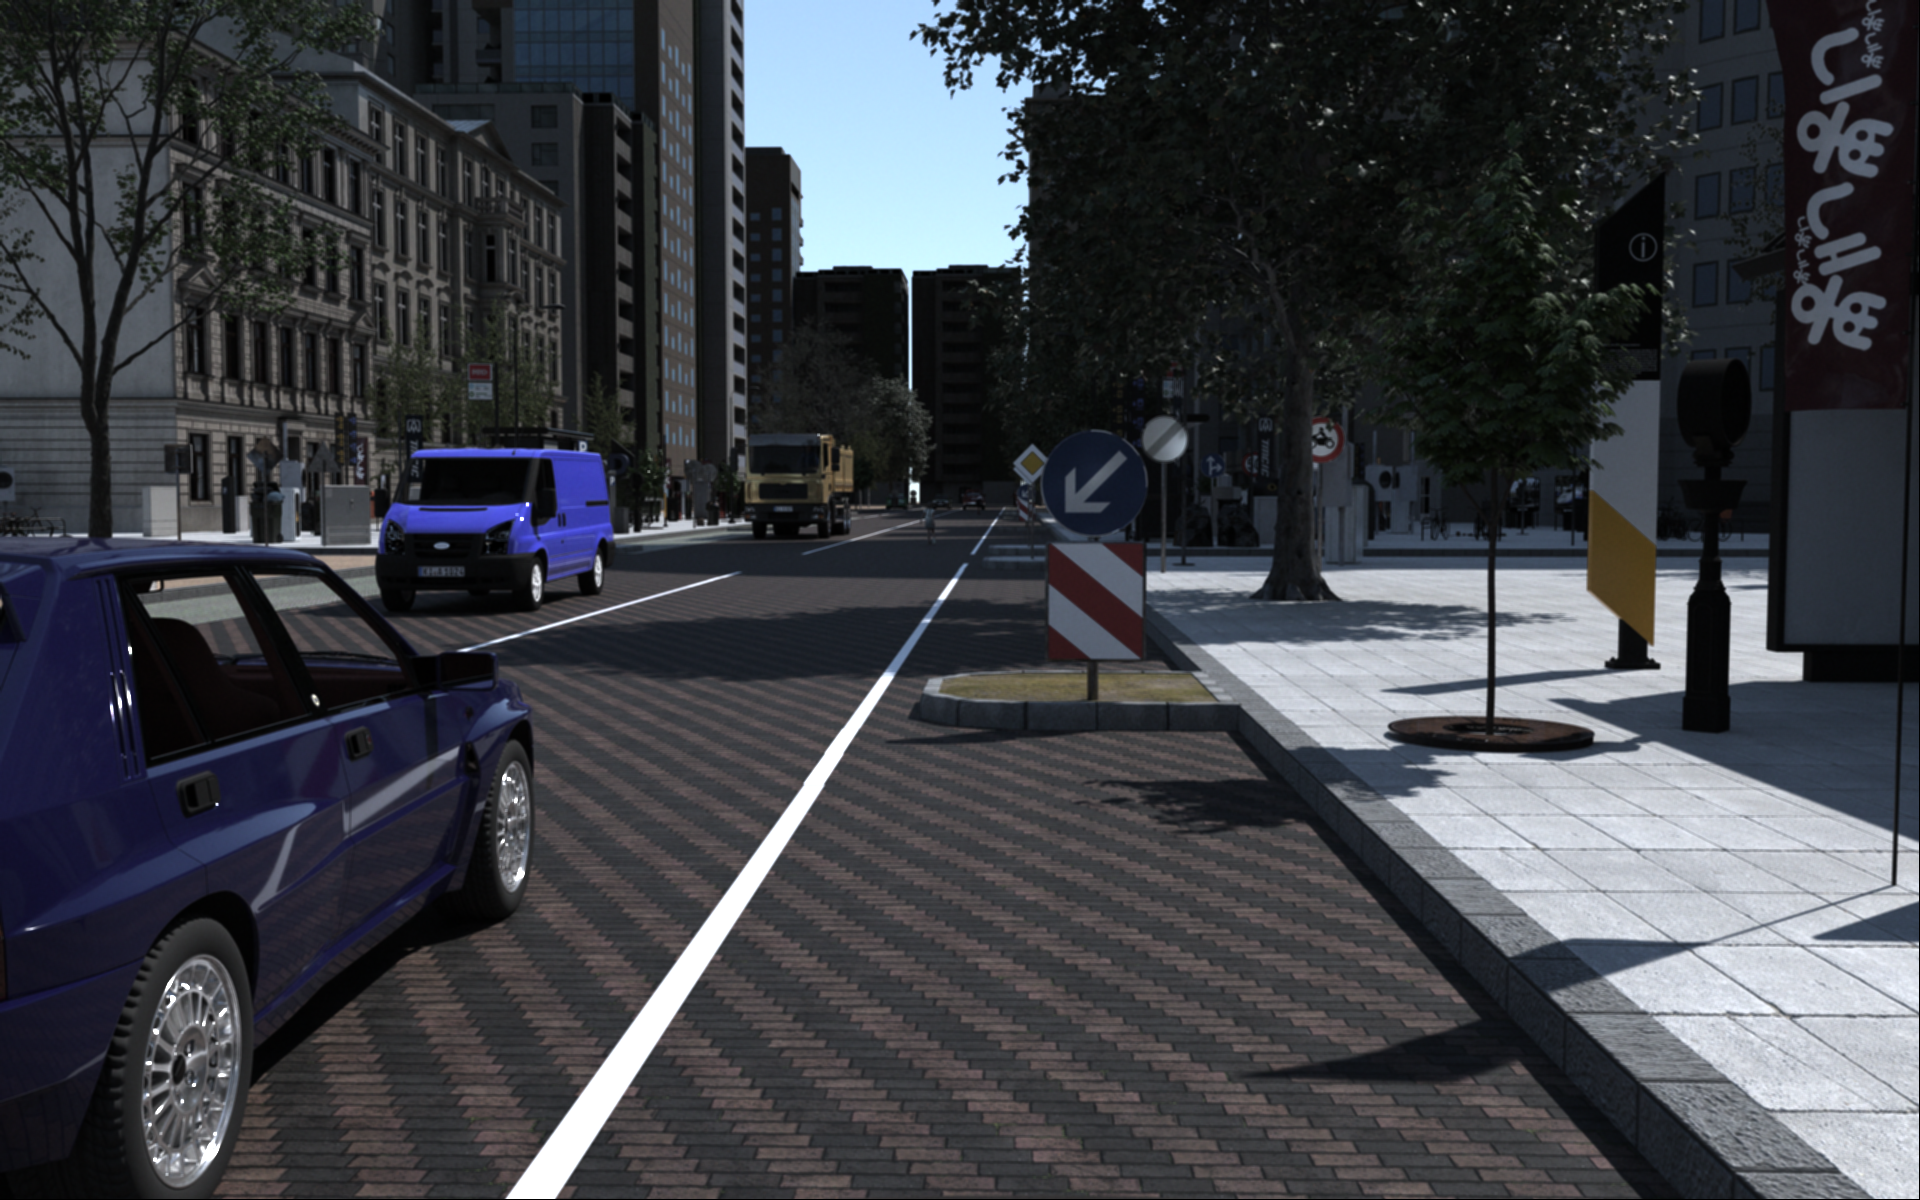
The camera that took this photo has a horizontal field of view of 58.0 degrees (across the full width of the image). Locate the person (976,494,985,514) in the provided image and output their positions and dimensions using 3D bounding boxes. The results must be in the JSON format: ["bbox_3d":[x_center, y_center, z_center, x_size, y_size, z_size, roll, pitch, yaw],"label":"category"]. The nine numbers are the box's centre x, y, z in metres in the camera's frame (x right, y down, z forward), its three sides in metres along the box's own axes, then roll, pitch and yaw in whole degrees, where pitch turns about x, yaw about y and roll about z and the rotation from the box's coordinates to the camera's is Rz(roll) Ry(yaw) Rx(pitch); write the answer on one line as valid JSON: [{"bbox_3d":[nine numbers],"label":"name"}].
[{"bbox_3d":[1.426,-6.732,121.751,0.628,1.438,0.799,0,4,1],"label":"person"}]

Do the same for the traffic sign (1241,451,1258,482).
[{"bbox_3d":[8.781,-3.158,51.736,0.768,2.556,0.104,0,4,7],"label":"traffic sign"}]

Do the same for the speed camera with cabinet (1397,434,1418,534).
[{"bbox_3d":[14.215,-3.758,55.786,0.660,3.252,2.038,0,4,2],"label":"speed camera with cabinet"}]

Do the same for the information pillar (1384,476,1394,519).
[{"bbox_3d":[17.348,-4.010,70.051,0.304,2.012,0.304,-3,5,-43],"label":"information pillar"}]

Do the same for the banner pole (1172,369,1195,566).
[{"bbox_3d":[3.920,-2.498,30.854,0.401,3.779,0.863,2,4,27],"label":"banner pole"}]

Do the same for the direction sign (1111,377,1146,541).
[{"bbox_3d":[3.149,-2.479,32.521,0.379,3.537,0.876,-3,5,-40],"label":"direction sign"}]

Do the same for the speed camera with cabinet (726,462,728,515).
[{"bbox_3d":[-13.775,-6.953,108.015,2.038,3.252,0.660,1,4,18],"label":"speed camera with cabinet"}]

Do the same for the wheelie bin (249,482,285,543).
[{"bbox_3d":[-18.033,-2.272,45.063,0.980,1.594,0.693,0,4,4],"label":"wheelie bin"}]

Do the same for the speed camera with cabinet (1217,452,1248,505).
[{"bbox_3d":[13.164,-5.348,81.776,2.038,3.252,0.660,0,4,4],"label":"speed camera with cabinet"}]

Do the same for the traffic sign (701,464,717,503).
[{"bbox_3d":[-10.496,-4.412,72.245,0.768,2.556,0.104,0,4,5],"label":"traffic sign"}]

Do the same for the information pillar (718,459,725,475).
[{"bbox_3d":[-15.924,-7.609,115.755,0.504,3.616,0.183,-3,5,-44],"label":"information pillar"}]

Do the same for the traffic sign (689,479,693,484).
[{"bbox_3d":[-14.230,-5.683,93.029,0.768,2.556,0.104,0,4,8],"label":"traffic sign"}]

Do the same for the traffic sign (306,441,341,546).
[{"bbox_3d":[-15.559,-2.589,42.331,0.884,2.594,0.081,0,4,7],"label":"traffic sign"}]

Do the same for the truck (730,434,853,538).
[{"bbox_3d":[-5.341,-3.799,58.039,3.469,3.379,9.791,0,4,2],"label":"truck"}]

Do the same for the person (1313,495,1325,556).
[{"bbox_3d":[7.575,-1.683,36.044,0.654,1.822,0.581,0,4,0],"label":"person"}]

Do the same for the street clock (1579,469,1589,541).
[{"bbox_3d":[17.228,-2.626,47.502,0.471,2.002,0.358,2,4,25],"label":"street clock"}]

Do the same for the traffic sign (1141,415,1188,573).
[{"bbox_3d":[3.318,-1.717,28.180,0.768,2.556,0.104,0,4,3],"label":"traffic sign"}]

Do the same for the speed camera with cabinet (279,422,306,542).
[{"bbox_3d":[-18.276,-3.233,47.198,0.660,3.252,2.038,-1,4,-12],"label":"speed camera with cabinet"}]

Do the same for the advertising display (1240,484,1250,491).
[{"bbox_3d":[18.274,-6.436,110.443,0.974,1.923,0.123,3,5,44],"label":"advertising display"}]

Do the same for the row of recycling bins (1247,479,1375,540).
[{"bbox_3d":[9.857,-2.547,48.748,3.534,1.692,1.069,0,4,0],"label":"row of recycling bins"}]

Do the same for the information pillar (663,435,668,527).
[{"bbox_3d":[-11.574,-4.685,67.949,0.183,3.616,0.504,-1,4,-8],"label":"information pillar"}]

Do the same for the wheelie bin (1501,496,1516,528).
[{"bbox_3d":[21.034,-3.557,66.058,0.693,1.594,0.980,0,4,3],"label":"wheelie bin"}]

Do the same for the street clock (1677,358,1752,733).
[{"bbox_3d":[4.052,-0.292,9.346,0.358,2.002,0.471,3,5,43],"label":"street clock"}]

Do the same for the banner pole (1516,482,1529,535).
[{"bbox_3d":[17.752,-3.943,54.478,0.401,3.779,0.863,1,4,12],"label":"banner pole"}]

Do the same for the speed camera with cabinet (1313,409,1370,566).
[{"bbox_3d":[6.925,-2.277,31.573,0.660,3.252,2.038,1,4,21],"label":"speed camera with cabinet"}]

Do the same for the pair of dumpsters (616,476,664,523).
[{"bbox_3d":[-14.275,-4.548,76.857,1.574,2.255,4.437,0,4,2],"label":"pair of dumpsters"}]

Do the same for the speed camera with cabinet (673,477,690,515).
[{"bbox_3d":[-17.197,-6.888,106.953,0.660,3.252,2.038,-1,4,-23],"label":"speed camera with cabinet"}]

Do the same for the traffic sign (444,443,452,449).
[{"bbox_3d":[-12.950,-2.680,43.826,0.884,2.594,0.081,1,4,8],"label":"traffic sign"}]

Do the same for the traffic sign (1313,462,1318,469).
[{"bbox_3d":[6.030,-1.732,30.452,0.606,2.300,0.079,1,4,10],"label":"traffic sign"}]

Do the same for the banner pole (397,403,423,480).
[{"bbox_3d":[-15.277,-3.547,48.013,0.863,3.779,0.401,-2,4,-31],"label":"banner pole"}]

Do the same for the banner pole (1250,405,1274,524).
[{"bbox_3d":[8.184,-3.503,47.287,0.863,3.779,0.401,-1,4,-11],"label":"banner pole"}]

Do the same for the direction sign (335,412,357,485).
[{"bbox_3d":[-17.097,-3.443,48.298,0.379,3.537,0.876,1,4,19],"label":"direction sign"}]

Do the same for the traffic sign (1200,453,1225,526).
[{"bbox_3d":[7.882,-3.302,54.101,0.768,2.556,0.104,0,4,6],"label":"traffic sign"}]

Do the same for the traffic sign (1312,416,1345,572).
[{"bbox_3d":[5.907,-1.730,28.397,0.768,2.556,0.104,1,4,9],"label":"traffic sign"}]

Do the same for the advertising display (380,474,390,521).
[{"bbox_3d":[-18.347,-3.063,55.291,0.123,1.923,0.974,-2,4,-27],"label":"advertising display"}]

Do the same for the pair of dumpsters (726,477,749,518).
[{"bbox_3d":[-11.822,-5.609,94.200,1.574,2.255,4.437,0,4,2],"label":"pair of dumpsters"}]

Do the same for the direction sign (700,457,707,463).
[{"bbox_3d":[-15.578,-6.929,105.292,0.379,3.537,0.876,1,4,21],"label":"direction sign"}]

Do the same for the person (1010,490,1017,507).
[{"bbox_3d":[6.099,-11.153,190.812,1.348,1.831,0.705,-2,4,-27],"label":"person"}]

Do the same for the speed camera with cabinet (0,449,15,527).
[{"bbox_3d":[-31.700,-3.764,55.883,2.038,3.252,0.660,-3,5,-42],"label":"speed camera with cabinet"}]

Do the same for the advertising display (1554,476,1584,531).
[{"bbox_3d":[21.252,-3.377,60.434,0.974,1.923,0.123,1,4,14],"label":"advertising display"}]

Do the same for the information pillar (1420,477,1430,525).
[{"bbox_3d":[19.617,-4.191,73.010,0.304,2.012,0.304,0,4,-8],"label":"information pillar"}]

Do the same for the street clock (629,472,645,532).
[{"bbox_3d":[-10.838,-3.275,58.110,0.471,2.002,0.358,1,4,10],"label":"street clock"}]

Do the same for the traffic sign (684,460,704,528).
[{"bbox_3d":[-9.959,-3.961,64.873,0.768,2.556,0.104,0,4,4],"label":"traffic sign"}]

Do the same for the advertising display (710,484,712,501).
[{"bbox_3d":[-15.552,-6.270,107.734,0.123,1.923,0.974,0,4,1],"label":"advertising display"}]

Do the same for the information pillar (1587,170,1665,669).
[{"bbox_3d":[4.873,-1.303,12.656,0.504,3.616,0.183,0,4,1],"label":"information pillar"}]

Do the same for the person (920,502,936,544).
[{"bbox_3d":[-0.914,-2.201,49.499,0.505,1.210,0.382,1,4,12],"label":"person"}]

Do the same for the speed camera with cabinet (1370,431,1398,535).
[{"bbox_3d":[12.521,-3.632,53.727,2.038,3.252,0.660,-2,4,-34],"label":"speed camera with cabinet"}]

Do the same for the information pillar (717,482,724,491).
[{"bbox_3d":[-12.582,-5.303,91.193,0.304,2.012,0.304,2,4,33],"label":"information pillar"}]

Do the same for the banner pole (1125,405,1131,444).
[{"bbox_3d":[4.167,-3.223,42.709,0.863,3.779,0.401,-1,4,-9],"label":"banner pole"}]

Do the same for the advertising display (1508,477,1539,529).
[{"bbox_3d":[20.786,-3.599,64.062,0.974,1.923,0.123,0,4,5],"label":"advertising display"}]

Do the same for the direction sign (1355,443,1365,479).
[{"bbox_3d":[17.676,-5.179,76.681,0.379,3.537,0.876,-1,4,-13],"label":"direction sign"}]
